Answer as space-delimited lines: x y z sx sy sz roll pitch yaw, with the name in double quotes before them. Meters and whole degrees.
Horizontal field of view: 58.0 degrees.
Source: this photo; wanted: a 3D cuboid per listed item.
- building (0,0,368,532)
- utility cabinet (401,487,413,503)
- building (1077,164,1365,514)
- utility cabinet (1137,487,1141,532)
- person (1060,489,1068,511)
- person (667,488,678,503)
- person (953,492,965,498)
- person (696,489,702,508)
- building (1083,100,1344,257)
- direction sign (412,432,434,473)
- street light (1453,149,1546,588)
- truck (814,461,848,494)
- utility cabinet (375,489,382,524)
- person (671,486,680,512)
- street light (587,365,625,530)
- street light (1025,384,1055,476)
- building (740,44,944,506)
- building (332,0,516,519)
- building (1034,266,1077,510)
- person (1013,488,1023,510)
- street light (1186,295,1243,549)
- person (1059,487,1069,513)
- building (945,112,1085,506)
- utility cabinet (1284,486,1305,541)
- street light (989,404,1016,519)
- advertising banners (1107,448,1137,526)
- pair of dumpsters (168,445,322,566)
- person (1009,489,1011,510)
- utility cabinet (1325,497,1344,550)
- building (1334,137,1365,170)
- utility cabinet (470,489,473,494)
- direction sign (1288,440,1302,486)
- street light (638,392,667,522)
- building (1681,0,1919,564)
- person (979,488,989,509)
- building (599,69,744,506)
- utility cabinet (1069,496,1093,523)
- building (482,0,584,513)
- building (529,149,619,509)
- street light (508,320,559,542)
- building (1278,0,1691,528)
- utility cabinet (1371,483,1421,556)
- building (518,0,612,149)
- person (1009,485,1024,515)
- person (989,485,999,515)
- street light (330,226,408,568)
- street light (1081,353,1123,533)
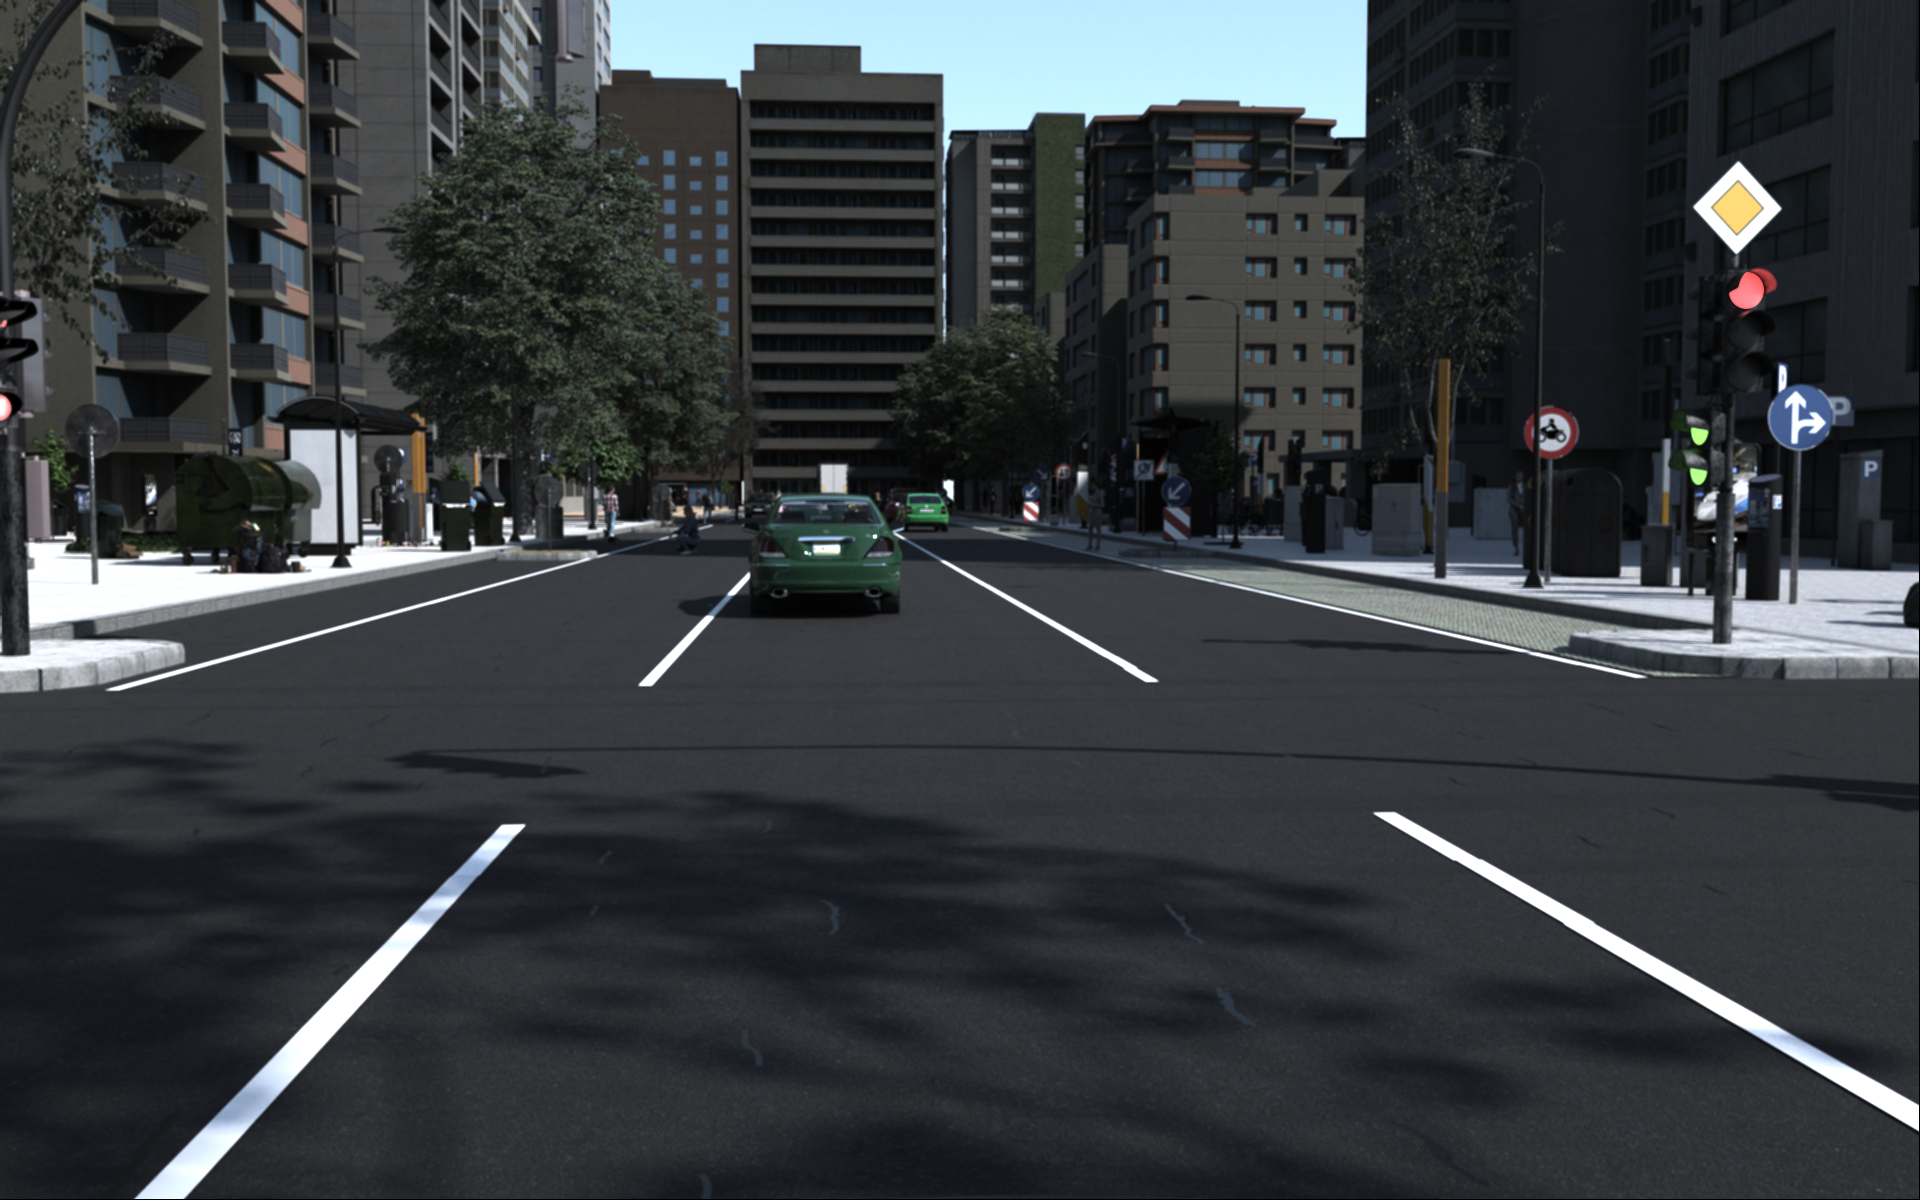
"building" -37.405 -25.374 69.487 22.147 44.769 28.867 0 4 -4
"utility cabinet" -17.044 -2.761 53.827 0.318 1.500 1.173 -3 5 -42
"building" 23.811 -16.549 115.612 27.650 21.520 28.899 0 4 -4
"utility cabinet" 6.491 -2.990 57.563 1.173 1.500 0.318 0 4 -5
"person" 7.892 -7.786 134.079 1.217 1.736 0.721 -3 4 -39
"person" -20.996 -7.273 125.679 1.217 1.736 0.721 1 4 21
"person" -0.093 -9.265 158.236 1.217 1.736 0.721 1 4 23
"person" -23.307 -9.057 154.655 0.617 1.759 0.750 -2 4 -24
"building" 26.768 -33.077 195.430 28.867 44.769 22.147 0 4 -4
"direction sign" -19.660 -4.368 63.414 0.876 3.537 0.379 1 4 16
"street light" 7.318 -3.117 23.505 1.470 5.913 1.316 0 4 -4
"truck" -11.457 -10.107 154.154 2.839 4.237 11.283 0 4 -6
"utility cabinet" -24.530 -4.016 74.332 0.318 1.500 1.173 2 4 25
"person" -20.065 -7.111 121.944 0.705 1.869 1.348 -2 4 -32
"street light" -12.770 -5.507 62.582 1.470 5.913 1.316 0 4 -4
"street light" 3.469 -6.179 73.560 1.470 5.913 1.316 0 4 -4
"building" -13.027 -34.728 191.510 21.600 48.544 21.300 0 4 -4
"building" -35.618 -40.230 96.010 20.563 71.187 20.611 0 4 -4
"building" 21.644 -18.308 144.376 27.650 21.520 28.899 0 4 -4
"person" 4.584 -8.407 143.502 1.348 1.822 0.705 -1 4 -19
"street light" 5.956 -4.163 40.606 1.470 5.913 1.316 0 4 -4
"person" 6.687 -6.605 114.739 1.217 1.736 0.721 2 4 24
"building" 5.750 -30.899 188.799 14.086 41.232 14.154 0 4 -4
"utility cabinet" 9.218 -2.300 46.278 0.318 1.500 1.173 -3 4 -38
"street light" 2.171 -7.171 89.792 1.470 5.913 1.316 0 4 -4
"advertising banners" 6.580 -4.243 65.560 2.074 3.025 0.090 1 4 13
"pair of dumpsters" -13.503 -1.856 32.837 1.574 2.255 4.437 0 4 -4
"person" 3.978 -7.892 136.009 0.436 1.711 0.756 1 4 18
"utility cabinet" 8.451 -1.755 39.861 0.306 1.237 1.020 3 5 44
"building" 48.535 -31.134 192.628 14.086 41.232 14.154 0 4 -4
"utility cabinet" -20.991 -4.095 75.634 0.318 1.500 1.173 -3 5 -39
"direction sign" 13.957 -4.910 72.274 0.379 3.537 0.876 -2 4 -26
"street light" -14.013 -6.507 78.931 1.470 5.913 1.316 0 4 -4
"building" 23.474 -15.903 31.717 14.107 30.474 14.160 0 4 -4
"person" 2.200 -8.935 152.093 1.348 1.831 0.705 0 4 5
"building" -30.604 -32.823 186.762 14.200 45.320 14.600 0 4 -4
"utility cabinet" 5.317 -3.971 76.090 1.020 1.237 0.306 1 4 23
"building" -42.953 -26.116 118.883 32.217 40.220 23.993 0 4 -4
"building" -36.529 -22.982 147.460 14.107 30.474 14.160 0 4 -4
"street light" -11.404 -4.515 46.356 1.470 5.913 1.316 0 4 -4
"building" 30.741 -23.266 72.273 32.217 40.220 23.993 0 4 -4
"utility cabinet" 9.060 -1.672 36.019 0.318 1.500 1.173 -2 4 -27
"building" -52.284 -39.537 188.430 28.212 58.520 21.231 0 4 -4
"person" 3.509 -6.104 105.939 0.705 1.812 1.348 -3 5 -41
"person" 2.017 -6.073 105.437 0.705 1.812 1.348 -1 4 -21
"street light" -10.268 -3.521 30.112 1.470 5.913 1.316 0 4 -4
"street light" 4.658 -5.167 57.029 1.470 5.913 1.316 0 4 -4
